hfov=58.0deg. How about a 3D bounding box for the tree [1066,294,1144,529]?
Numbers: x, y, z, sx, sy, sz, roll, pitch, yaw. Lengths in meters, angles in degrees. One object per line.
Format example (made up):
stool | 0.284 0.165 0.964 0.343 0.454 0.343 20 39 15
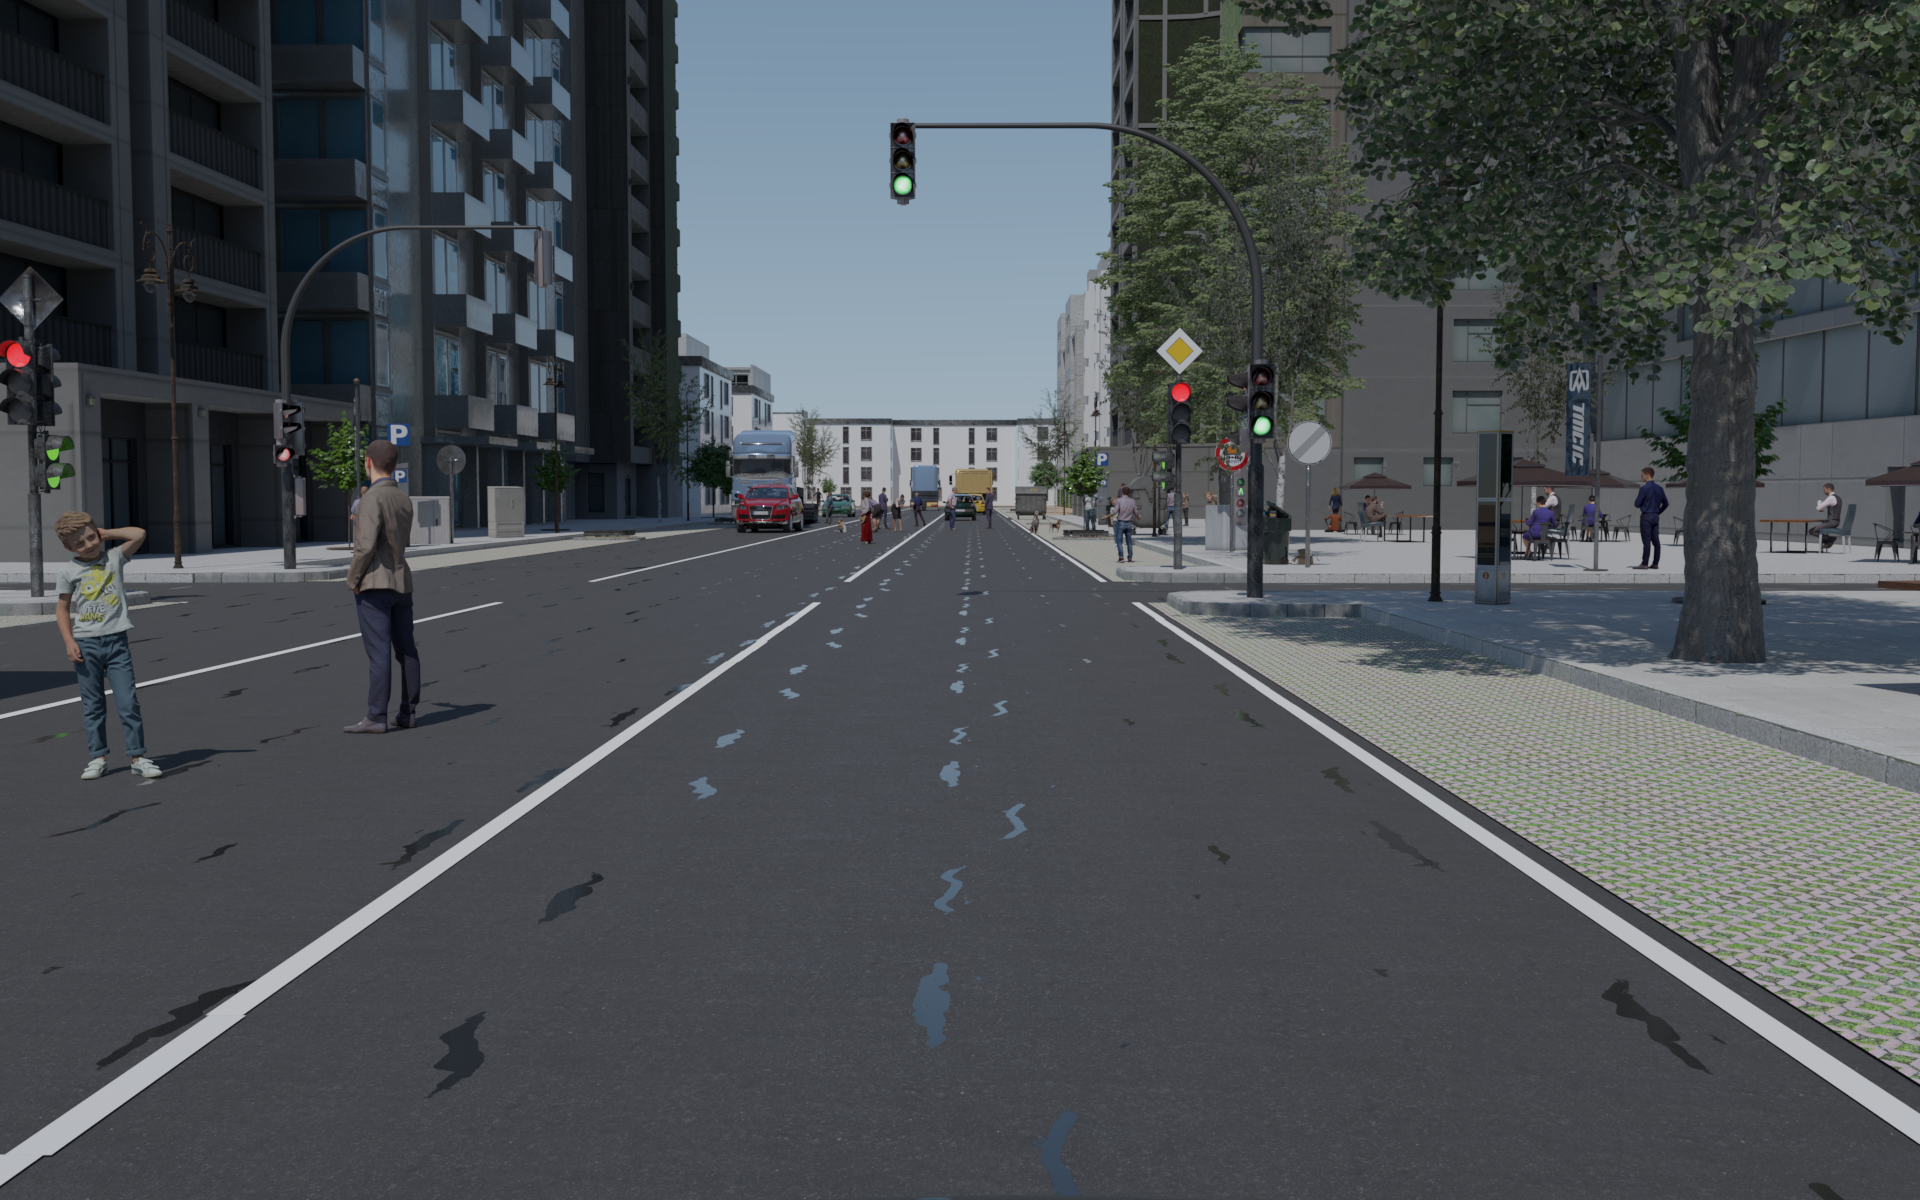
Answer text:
tree | 6.731 -6.935 63.744 4.360 8.622 3.978 0 3 0

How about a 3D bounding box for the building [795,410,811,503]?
building | -29.606 -14.127 173.121 28.070 9.664 9.099 0 4 0

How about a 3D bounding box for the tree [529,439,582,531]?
tree | -14.289 -4.053 60.861 1.663 3.219 1.824 0 3 0

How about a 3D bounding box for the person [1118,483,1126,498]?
person | 7.206 -4.225 75.578 0.568 1.767 0.683 1 4 22

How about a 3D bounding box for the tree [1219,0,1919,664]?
tree | 5.949 -6.499 12.916 9.857 13.997 8.962 0 3 0

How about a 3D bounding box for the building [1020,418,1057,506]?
building | 20.425 -15.532 196.095 28.070 9.664 9.099 0 4 0

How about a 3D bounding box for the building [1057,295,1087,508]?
building | 18.205 -18.081 162.088 16.747 18.905 31.486 0 4 0

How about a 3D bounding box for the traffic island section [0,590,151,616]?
traffic island section | -11.516 0.042 21.593 2.009 0.180 2.903 0 4 0

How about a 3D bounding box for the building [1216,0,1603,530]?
building | 16.958 -23.463 67.220 14.154 41.232 14.086 0 4 0

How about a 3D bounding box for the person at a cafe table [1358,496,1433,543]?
person at a cafe table | 11.525 -2.169 46.325 1.726 1.238 1.698 0 4 -5

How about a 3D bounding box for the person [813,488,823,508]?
person | -13.459 -9.685 164.029 1.348 1.869 0.705 3 4 36

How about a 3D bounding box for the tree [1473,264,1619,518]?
tree | 17.717 -6.252 52.581 4.360 8.622 3.978 0 3 0

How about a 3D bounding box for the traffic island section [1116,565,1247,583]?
traffic island section | 3.724 -0.439 29.461 2.009 0.180 2.903 0 4 0

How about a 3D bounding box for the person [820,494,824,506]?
person | -14.978 -10.590 184.862 0.991 1.433 0.599 -2 4 -24

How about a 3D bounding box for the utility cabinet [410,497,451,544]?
utility cabinet | -13.617 -2.034 44.425 1.020 1.237 0.306 -1 4 -14

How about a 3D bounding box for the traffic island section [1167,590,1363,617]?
traffic island section | 3.665 0.049 21.476 2.009 0.180 2.903 0 4 0

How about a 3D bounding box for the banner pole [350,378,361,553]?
banner pole | -13.147 -2.920 37.763 0.401 3.779 0.863 -2 4 -25

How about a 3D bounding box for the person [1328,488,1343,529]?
person | 13.148 -3.192 60.774 0.480 1.512 0.613 2 4 31

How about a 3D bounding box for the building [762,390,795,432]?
building | -20.323 -12.547 147.295 9.099 9.664 28.070 0 4 0

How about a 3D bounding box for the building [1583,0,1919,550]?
building | 34.493 -27.917 45.683 27.495 52.752 28.713 0 4 0

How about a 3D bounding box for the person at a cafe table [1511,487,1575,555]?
person at a cafe table | 12.269 -1.746 37.058 1.622 1.524 1.698 2 4 30

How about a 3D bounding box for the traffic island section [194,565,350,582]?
traffic island section | -11.457 -0.446 29.578 2.009 0.180 2.903 0 4 0

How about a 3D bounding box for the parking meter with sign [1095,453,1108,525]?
parking meter with sign | 5.958 -4.662 72.480 0.543 3.016 1.738 0 4 3

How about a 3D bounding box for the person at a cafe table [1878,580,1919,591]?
person at a cafe table | 6.850 -0.118 10.446 1.622 1.524 1.698 -1 4 -10

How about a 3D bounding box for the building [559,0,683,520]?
building | -22.739 -19.480 90.207 14.160 30.474 14.107 0 4 0

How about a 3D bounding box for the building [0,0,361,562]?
building | -26.552 -36.844 40.660 20.563 71.187 20.611 0 4 0

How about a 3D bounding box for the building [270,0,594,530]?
building | -28.094 -27.353 66.833 23.786 49.044 30.456 0 4 0

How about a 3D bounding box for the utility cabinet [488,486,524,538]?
utility cabinet | -13.322 -2.581 50.871 0.318 1.500 1.173 2 4 29

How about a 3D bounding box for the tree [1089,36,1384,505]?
tree | 6.918 -7.688 43.820 7.486 12.596 7.792 0 3 0

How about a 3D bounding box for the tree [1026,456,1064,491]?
tree | 7.231 -10.100 148.846 4.285 4.588 4.351 0 3 0

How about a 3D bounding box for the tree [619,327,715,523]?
tree | -13.209 -7.723 76.634 4.737 8.622 4.395 0 3 0

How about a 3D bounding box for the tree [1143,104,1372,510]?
tree | 6.092 -5.074 33.317 4.360 8.622 3.978 0 3 0

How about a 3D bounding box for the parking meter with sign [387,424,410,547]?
parking meter with sign | -13.633 -2.804 42.105 0.543 3.016 1.738 -1 4 -17

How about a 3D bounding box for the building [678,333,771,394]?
building | -38.437 -20.350 199.177 31.486 18.905 16.747 0 4 0

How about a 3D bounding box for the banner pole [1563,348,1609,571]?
banner pole | 10.478 -2.383 28.987 0.401 3.779 0.863 -3 4 -36

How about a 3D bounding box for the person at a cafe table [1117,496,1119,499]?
person at a cafe table | 7.522 -4.117 78.178 1.698 1.238 1.726 -3 5 -41

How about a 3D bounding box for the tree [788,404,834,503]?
tree | -12.497 -11.723 142.028 4.360 8.622 3.978 0 3 0

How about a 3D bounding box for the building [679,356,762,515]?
building | -20.087 -10.830 119.210 9.099 9.664 28.070 0 4 0

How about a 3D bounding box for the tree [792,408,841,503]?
tree | -12.489 -12.069 147.694 4.737 8.622 4.395 0 3 0

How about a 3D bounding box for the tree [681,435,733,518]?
tree | -13.338 -6.747 94.029 4.285 4.588 4.351 0 3 0

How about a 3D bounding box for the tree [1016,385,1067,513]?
tree | 6.192 -10.165 116.559 4.360 8.622 3.978 0 3 0

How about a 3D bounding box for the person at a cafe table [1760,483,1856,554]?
person at a cafe table | 18.497 -1.776 37.559 1.622 1.524 1.698 3 5 44

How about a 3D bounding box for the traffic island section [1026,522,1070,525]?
traffic island section | 4.100 -3.573 81.280 1.991 0.108 1.994 0 4 0

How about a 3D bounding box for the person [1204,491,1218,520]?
person | 6.005 -1.918 41.307 0.435 1.345 0.340 3 4 39

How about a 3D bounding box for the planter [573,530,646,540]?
planter | -10.950 -2.031 54.352 1.991 0.319 1.994 0 4 0

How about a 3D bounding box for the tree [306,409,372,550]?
tree | -14.209 -2.766 39.825 1.663 3.219 1.824 0 3 0

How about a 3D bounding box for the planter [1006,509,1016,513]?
planter | 4.485 -6.786 132.093 1.991 0.319 1.994 0 4 0

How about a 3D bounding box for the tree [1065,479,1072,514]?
tree | 7.453 -7.083 110.415 1.663 3.219 1.824 0 3 0

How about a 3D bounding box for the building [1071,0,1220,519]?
building | 16.880 -39.961 91.608 20.563 71.187 20.611 0 4 0

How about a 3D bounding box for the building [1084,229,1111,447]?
building | 17.349 -16.653 128.692 16.016 20.091 11.380 0 4 0

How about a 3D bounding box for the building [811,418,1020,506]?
building | -7.644 -15.546 196.321 28.070 9.664 9.099 0 4 0

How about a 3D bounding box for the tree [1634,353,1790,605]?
tree | 8.793 -1.573 20.323 1.663 3.219 1.824 0 3 0

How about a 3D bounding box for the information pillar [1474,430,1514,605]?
information pillar | 6.215 -0.958 20.160 0.304 2.012 0.304 -3 5 -40

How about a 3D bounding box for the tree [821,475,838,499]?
tree | -13.434 -11.360 180.331 1.663 3.219 1.824 0 3 0
